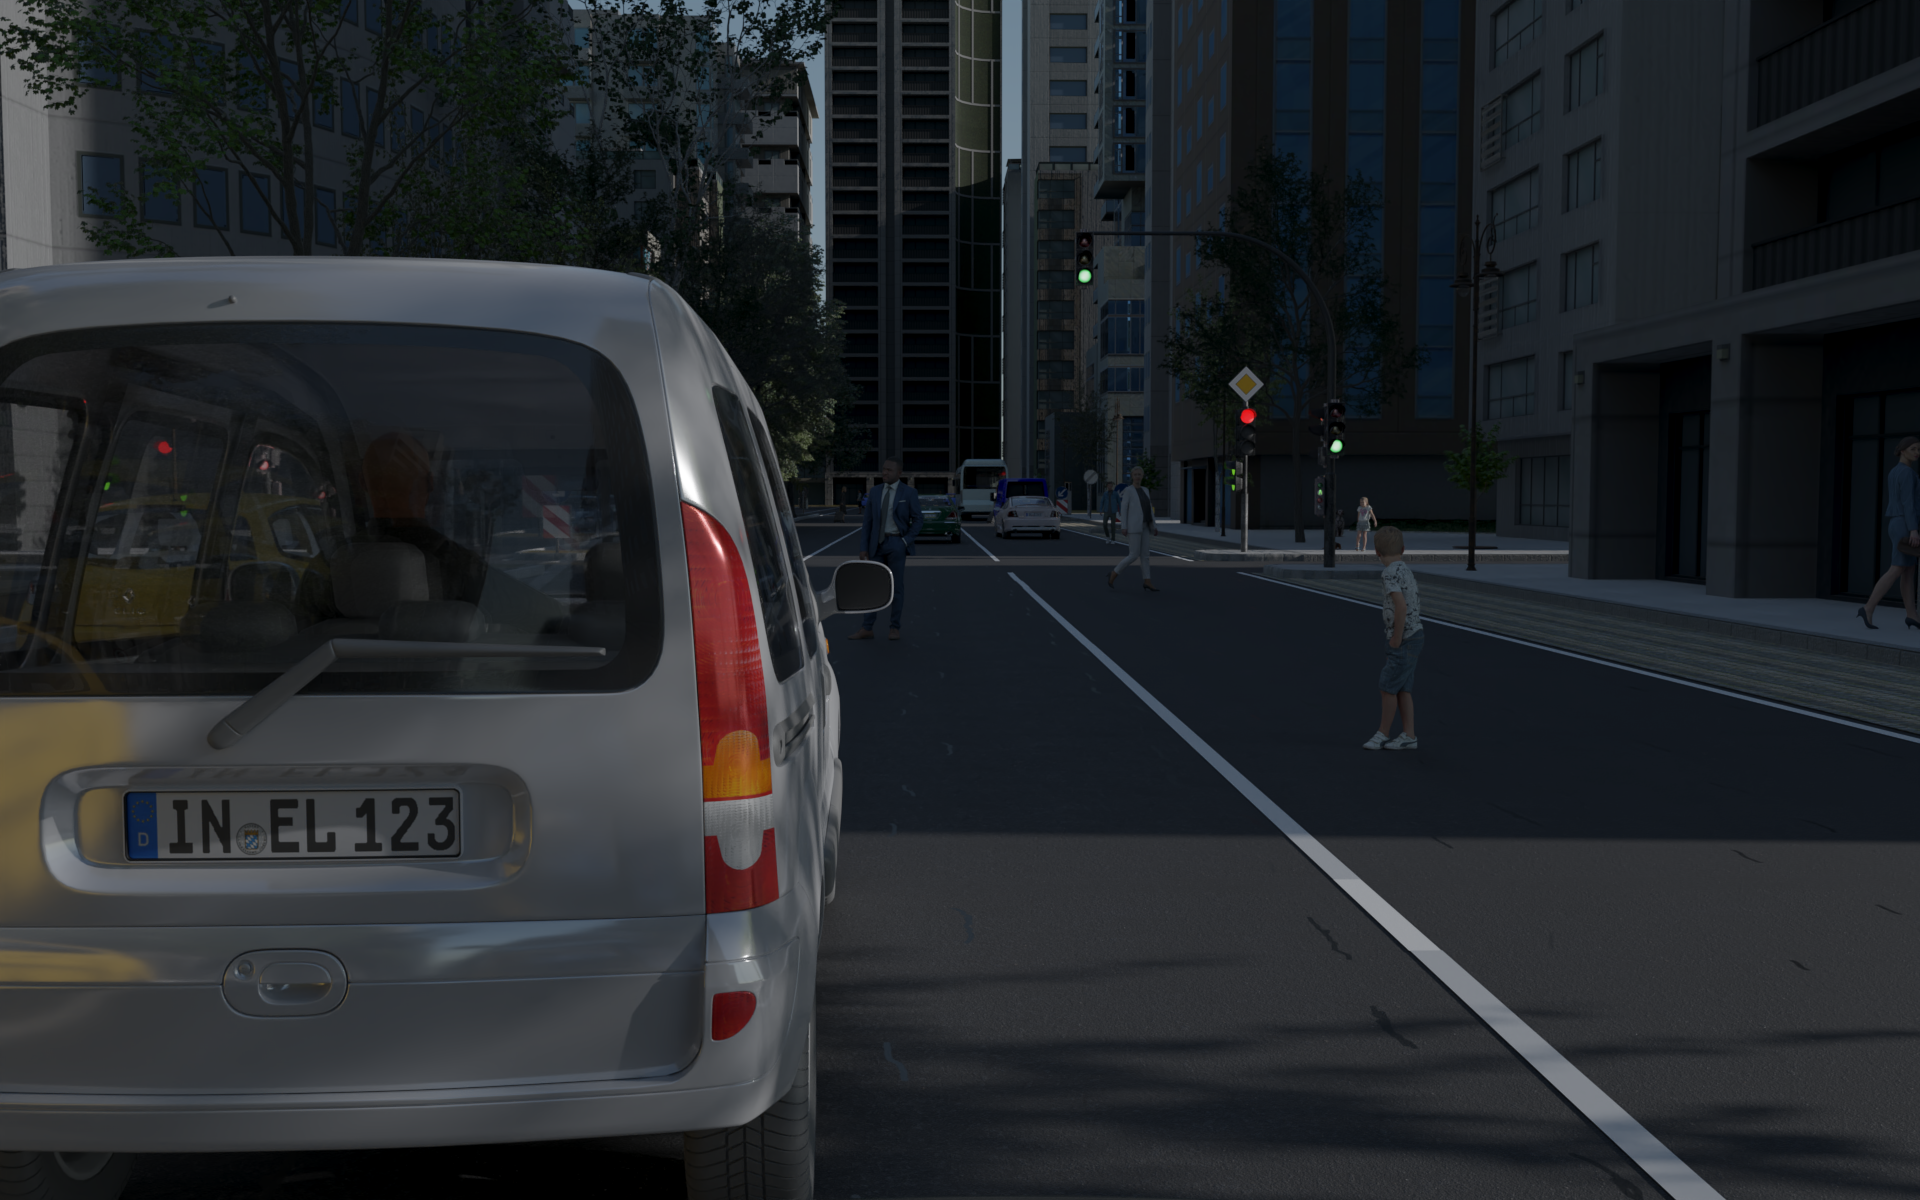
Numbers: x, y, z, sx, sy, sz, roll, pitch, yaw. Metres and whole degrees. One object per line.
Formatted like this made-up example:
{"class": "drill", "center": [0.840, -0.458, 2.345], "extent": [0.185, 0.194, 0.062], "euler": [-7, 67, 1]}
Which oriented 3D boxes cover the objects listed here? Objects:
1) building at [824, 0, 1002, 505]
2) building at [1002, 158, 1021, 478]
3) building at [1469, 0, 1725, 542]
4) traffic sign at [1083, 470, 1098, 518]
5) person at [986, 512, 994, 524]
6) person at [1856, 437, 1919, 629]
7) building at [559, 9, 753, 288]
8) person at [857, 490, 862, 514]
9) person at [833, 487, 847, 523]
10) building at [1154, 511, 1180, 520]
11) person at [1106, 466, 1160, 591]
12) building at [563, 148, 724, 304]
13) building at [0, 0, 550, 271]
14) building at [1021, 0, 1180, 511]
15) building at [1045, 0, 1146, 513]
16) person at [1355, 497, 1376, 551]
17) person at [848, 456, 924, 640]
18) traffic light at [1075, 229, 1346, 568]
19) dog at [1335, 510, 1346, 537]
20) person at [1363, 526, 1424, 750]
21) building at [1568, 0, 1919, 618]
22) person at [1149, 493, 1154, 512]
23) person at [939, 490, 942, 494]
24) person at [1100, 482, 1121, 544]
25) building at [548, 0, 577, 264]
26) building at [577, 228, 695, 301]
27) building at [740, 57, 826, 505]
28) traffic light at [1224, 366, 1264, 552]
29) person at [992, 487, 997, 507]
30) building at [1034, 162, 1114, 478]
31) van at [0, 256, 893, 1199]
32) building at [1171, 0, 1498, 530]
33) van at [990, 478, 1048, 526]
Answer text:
{"class": "building", "center": [-5.298, -46.970, 206.207], "extent": [20.611, 71.187, 20.563], "euler": [0, 4, -1]}
{"class": "building", "center": [12.267, -31.862, 204.530], "extent": [14.086, 41.232, 14.154], "euler": [0, 4, -1]}
{"class": "building", "center": [22.362, -22.076, 44.536], "extent": [14.086, 41.232, 14.154], "euler": [0, 4, -1]}
{"class": "traffic sign", "center": [6.861, -5.553, 90.898], "extent": [0.768, 2.556, 0.104], "euler": [0, 4, 6]}
{"class": "person", "center": [1.898, -4.587, 83.714], "extent": [1.509, 1.804, 0.699], "euler": [-3, 4, -38]}
{"class": "person", "center": [8.891, -0.633, 16.409], "extent": [0.654, 1.822, 0.581], "euler": [2, 4, 31]}
{"class": "building", "center": [-36.499, -33.941, 174.543], "extent": [30.456, 49.044, 23.786], "euler": [0, 4, -1]}
{"class": "person", "center": [-7.360, -7.136, 125.954], "extent": [0.721, 1.735, 1.217], "euler": [0, 4, 3]}
{"class": "person", "center": [-5.970, -4.765, 86.621], "extent": [0.699, 1.804, 1.509], "euler": [1, 4, 21]}
{"class": "building", "center": [20.975, -33.916, 96.522], "extent": [21.231, 58.520, 28.212], "euler": [0, 4, -1]}
{"class": "person", "center": [2.572, -1.055, 25.634], "extent": [0.818, 1.842, 0.514], "euler": [2, 4, 28]}
{"class": "building", "center": [-27.976, -23.047, 148.521], "extent": [14.160, 30.474, 14.107], "euler": [0, 4, -1]}
{"class": "building", "center": [-25.756, -31.107, 50.600], "extent": [21.231, 58.520, 28.212], "euler": [0, 4, -1]}
{"class": "building", "center": [16.621, -38.635, 173.689], "extent": [21.231, 58.520, 28.212], "euler": [0, 4, -1]}
{"class": "building", "center": [18.670, -49.918, 128.839], "extent": [22.319, 86.520, 31.000], "euler": [0, 4, -1]}
{"class": "person", "center": [9.087, -1.695, 38.774], "extent": [0.505, 1.210, 0.382], "euler": [2, 4, 27]}
{"class": "person", "center": [-0.722, -0.516, 17.122], "extent": [0.721, 1.800, 0.419], "euler": [1, 4, 12]}
{"class": "traffic light", "center": [4.342, -3.384, 30.004], "extent": [4.771, 5.953, 1.251], "euler": [0, 4, -1]}
{"class": "dog", "center": [11.413, -2.285, 51.745], "extent": [0.513, 0.831, 0.800], "euler": [3, 5, 44]}
{"class": "person", "center": [2.434, 0.213, 9.706], "extent": [0.332, 1.250, 0.352], "euler": [-2, 4, -29]}
{"class": "building", "center": [19.816, -35.246, 14.530], "extent": [20.563, 71.187, 20.611], "euler": [0, 4, -1]}
{"class": "person", "center": [7.902, -4.283, 76.280], "extent": [1.509, 1.804, 0.699], "euler": [-1, 4, -18]}
{"class": "person", "center": [-2.079, -10.725, 183.866], "extent": [1.348, 1.822, 0.705], "euler": [2, 4, 26]}
{"class": "person", "center": [4.295, -2.478, 49.364], "extent": [0.601, 1.785, 0.444], "euler": [1, 4, 18]}
{"class": "building", "center": [-34.851, -30.406, 86.377], "extent": [28.713, 52.752, 27.495], "euler": [0, 4, -1]}
{"class": "building", "center": [-34.577, -17.254, 127.135], "extent": [27.650, 21.520, 28.899], "euler": [0, 4, -1]}
{"class": "building", "center": [-29.435, -37.994, 210.436], "extent": [27.495, 52.752, 28.713], "euler": [0, 4, -1]}
{"class": "traffic light", "center": [6.261, -3.012, 38.173], "extent": [0.839, 4.253, 0.868], "euler": [0, 4, -1]}
{"class": "person", "center": [1.848, -4.512, 82.471], "extent": [0.583, 1.804, 0.606], "euler": [3, 5, 44]}
{"class": "building", "center": [13.427, -23.343, 153.352], "extent": [14.160, 30.474, 14.107], "euler": [0, 4, -1]}
{"class": "van", "center": [-1.178, 0.140, 4.724], "extent": [2.013, 2.044, 4.112], "euler": [0, 4, -3]}
{"class": "building", "center": [16.295, -25.539, 67.667], "extent": [14.600, 45.320, 14.200], "euler": [0, 4, -1]}
{"class": "van", "center": [2.412, -3.956, 69.067], "extent": [2.240, 2.365, 5.245], "euler": [0, 4, -2]}
